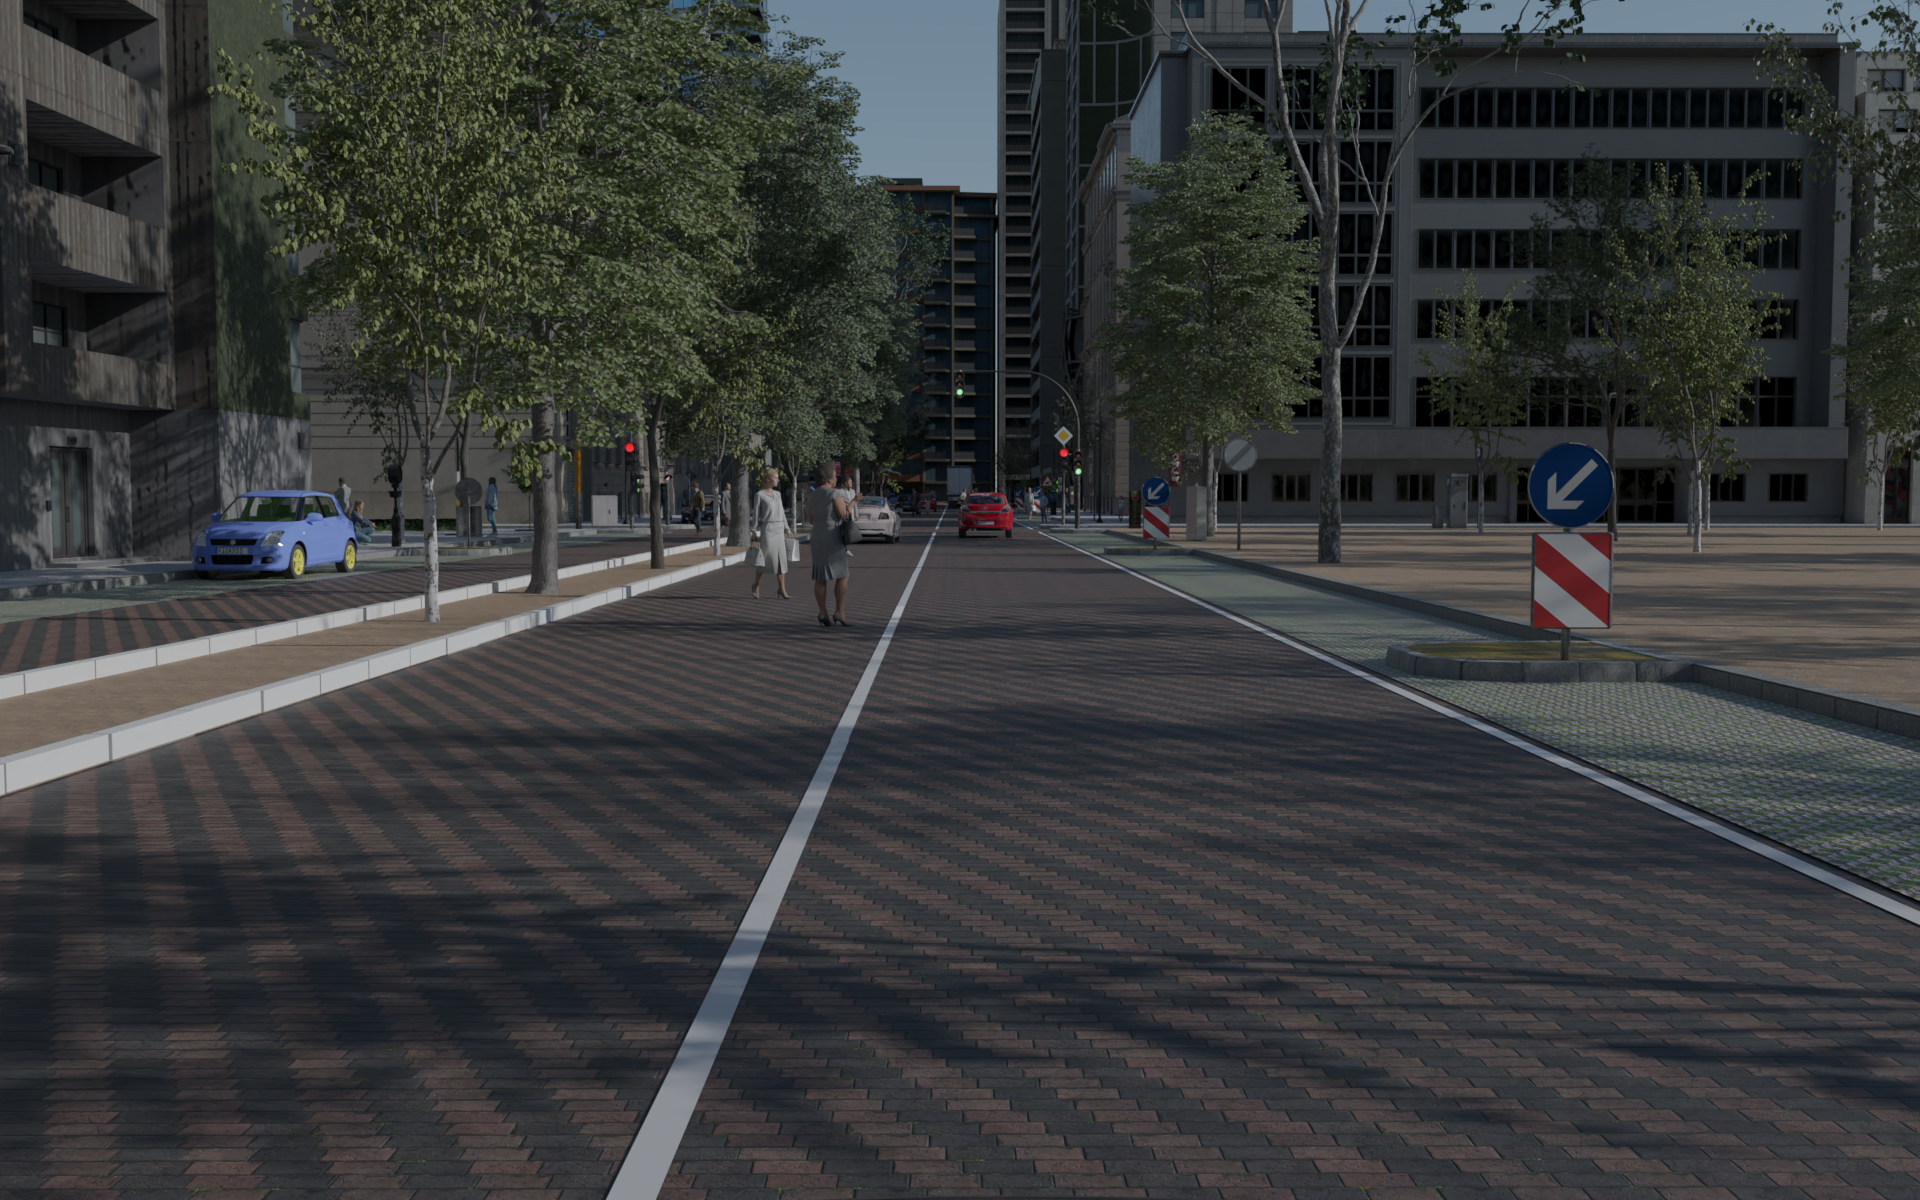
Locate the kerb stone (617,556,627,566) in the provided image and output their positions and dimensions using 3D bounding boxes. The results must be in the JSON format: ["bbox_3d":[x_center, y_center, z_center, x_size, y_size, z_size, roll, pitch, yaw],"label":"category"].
[{"bbox_3d":[-6.813,-0.744,34.352,0.120,0.150,1.000,0,4,0],"label":"kerb stone"}]

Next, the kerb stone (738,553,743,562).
[{"bbox_3d":[-4.729,-0.863,36.427,0.120,0.150,1.000,0,4,0],"label":"kerb stone"}]

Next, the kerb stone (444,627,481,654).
[{"bbox_3d":[-4.625,0.385,15.925,0.120,0.150,1.000,0,4,0],"label":"kerb stone"}]

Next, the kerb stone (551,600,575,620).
[{"bbox_3d":[-4.650,0.133,20.029,0.120,0.150,1.000,0,4,0],"label":"kerb stone"}]

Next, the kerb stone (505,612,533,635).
[{"bbox_3d":[-4.643,0.260,17.983,0.120,0.150,1.000,0,4,0],"label":"kerb stone"}]

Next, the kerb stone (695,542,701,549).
[{"bbox_3d":[-6.859,-1.370,44.603,0.120,0.150,1.000,0,4,0],"label":"kerb stone"}]

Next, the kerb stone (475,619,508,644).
[{"bbox_3d":[-4.640,0.321,16.953,0.120,0.150,1.000,0,4,0],"label":"kerb stone"}]

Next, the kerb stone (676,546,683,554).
[{"bbox_3d":[-6.842,-1.182,41.518,0.120,0.150,1.000,0,4,0],"label":"kerb stone"}]

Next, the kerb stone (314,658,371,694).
[{"bbox_3d":[-4.619,0.575,12.851,0.120,0.150,1.000,0,4,0],"label":"kerb stone"}]

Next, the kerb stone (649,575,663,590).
[{"bbox_3d":[-4.675,-0.243,26.174,0.120,0.150,1.000,0,4,0],"label":"kerb stone"}]

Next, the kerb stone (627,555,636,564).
[{"bbox_3d":[-6.816,-0.802,35.374,0.120,0.150,1.000,0,4,0],"label":"kerb stone"}]

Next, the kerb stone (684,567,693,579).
[{"bbox_3d":[-4.689,-0.431,29.245,0.120,0.150,1.000,0,4,0],"label":"kerb stone"}]

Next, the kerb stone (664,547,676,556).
[{"bbox_3d":[-6.846,-1.119,40.496,0.120,0.150,1.000,0,4,0],"label":"kerb stone"}]

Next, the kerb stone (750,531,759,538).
[{"bbox_3d":[-6.915,-2.187,57.958,0.120,0.150,1.000,0,4,0],"label":"kerb stone"}]

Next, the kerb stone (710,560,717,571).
[{"bbox_3d":[-4.708,-0.619,32.323,0.120,0.150,1.000,0,4,0],"label":"kerb stone"}]

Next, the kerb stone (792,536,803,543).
[{"bbox_3d":[-4.779,-1.745,50.776,0.120,0.150,1.000,0,4,0],"label":"kerb stone"}]

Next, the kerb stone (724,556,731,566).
[{"bbox_3d":[-4.713,-0.744,34.366,0.120,0.150,1.000,0,4,0],"label":"kerb stone"}]

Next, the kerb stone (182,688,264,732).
[{"bbox_3d":[-4.617,0.697,10.794,0.120,0.150,1.000,0,4,0],"label":"kerb stone"}]

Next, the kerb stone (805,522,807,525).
[{"bbox_3d":[-7.000,-3.349,76.947,0.120,0.150,1.000,0,4,0],"label":"kerb stone"}]

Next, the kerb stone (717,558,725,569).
[{"bbox_3d":[-4.708,-0.679,33.345,0.120,0.150,1.000,0,4,0],"label":"kerb stone"}]

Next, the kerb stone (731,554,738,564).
[{"bbox_3d":[-4.713,-0.807,35.393,0.120,0.150,1.000,0,4,0],"label":"kerb stone"}]

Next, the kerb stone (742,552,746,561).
[{"bbox_3d":[-4.722,-0.933,37.448,0.120,0.150,1.000,0,4,0],"label":"kerb stone"}]

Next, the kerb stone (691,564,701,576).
[{"bbox_3d":[-4.697,-0.494,30.269,0.120,0.150,1.000,0,4,0],"label":"kerb stone"}]

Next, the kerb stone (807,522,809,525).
[{"bbox_3d":[-7.009,-3.411,77.969,0.120,0.150,1.000,0,4,0],"label":"kerb stone"}]

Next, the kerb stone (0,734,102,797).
[{"bbox_3d":[-4.605,0.822,8.749,0.120,0.150,1.000,0,4,0],"label":"kerb stone"}]

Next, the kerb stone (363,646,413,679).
[{"bbox_3d":[-4.622,0.509,13.873,0.120,0.150,1.000,0,4,0],"label":"kerb stone"}]

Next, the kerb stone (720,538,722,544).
[{"bbox_3d":[-6.881,-1.622,48.711,0.120,0.150,1.000,0,4,0],"label":"kerb stone"}]

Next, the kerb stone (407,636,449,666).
[{"bbox_3d":[-4.628,0.446,14.896,0.120,0.150,1.000,0,4,0],"label":"kerb stone"}]

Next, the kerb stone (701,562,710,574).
[{"bbox_3d":[-4.695,-0.557,31.300,0.120,0.150,1.000,0,4,0],"label":"kerb stone"}]

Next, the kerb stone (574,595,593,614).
[{"bbox_3d":[-4.652,0.073,21.054,0.120,0.150,1.000,0,4,0],"label":"kerb stone"}]

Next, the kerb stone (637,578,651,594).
[{"bbox_3d":[-4.678,-0.181,25.152,0.120,0.150,1.000,0,4,0],"label":"kerb stone"}]

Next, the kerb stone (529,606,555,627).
[{"bbox_3d":[-4.647,0.196,19.005,0.120,0.150,1.000,0,4,0],"label":"kerb stone"}]

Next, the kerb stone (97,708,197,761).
[{"bbox_3d":[-4.601,0.760,9.773,0.120,0.150,1.000,0,4,0],"label":"kerb stone"}]

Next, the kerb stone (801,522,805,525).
[{"bbox_3d":[-6.994,-3.286,75.925,0.120,0.150,1.000,0,4,0],"label":"kerb stone"}]

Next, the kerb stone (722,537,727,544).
[{"bbox_3d":[-6.889,-1.685,49.743,0.120,0.150,1.000,0,4,0],"label":"kerb stone"}]

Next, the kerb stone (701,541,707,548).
[{"bbox_3d":[-6.864,-1.432,45.625,0.120,0.150,1.000,0,4,0],"label":"kerb stone"}]

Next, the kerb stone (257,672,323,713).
[{"bbox_3d":[-4.611,0.637,11.818,0.120,0.150,1.000,0,4,0],"label":"kerb stone"}]

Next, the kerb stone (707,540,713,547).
[{"bbox_3d":[-6.861,-1.496,46.656,0.120,0.150,1.000,0,4,0],"label":"kerb stone"}]

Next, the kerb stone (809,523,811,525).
[{"bbox_3d":[-7.013,-3.531,80.019,0.120,0.150,1.000,0,4,0],"label":"kerb stone"}]

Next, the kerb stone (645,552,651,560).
[{"bbox_3d":[-6.827,-0.930,37.418,0.120,0.150,1.000,0,4,0],"label":"kerb stone"}]

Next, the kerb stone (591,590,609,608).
[{"bbox_3d":[-4.667,0.010,22.082,0.120,0.150,1.000,0,4,0],"label":"kerb stone"}]

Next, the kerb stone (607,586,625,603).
[{"bbox_3d":[-4.665,-0.056,23.108,0.120,0.150,1.000,0,4,0],"label":"kerb stone"}]

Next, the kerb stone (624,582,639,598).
[{"bbox_3d":[-4.657,-0.118,24.130,0.120,0.150,1.000,0,4,0],"label":"kerb stone"}]

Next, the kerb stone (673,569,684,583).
[{"bbox_3d":[-4.681,-0.369,28.223,0.120,0.150,1.000,0,4,0],"label":"kerb stone"}]

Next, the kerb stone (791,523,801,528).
[{"bbox_3d":[-6.987,-3.161,73.880,0.120,0.150,1.000,0,4,0],"label":"kerb stone"}]

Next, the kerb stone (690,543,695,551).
[{"bbox_3d":[-6.854,-1.307,43.573,0.120,0.150,1.000,0,4,0],"label":"kerb stone"}]

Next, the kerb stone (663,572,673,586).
[{"bbox_3d":[-4.682,-0.302,27.196,0.120,0.150,1.000,0,4,0],"label":"kerb stone"}]

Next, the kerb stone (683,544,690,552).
[{"bbox_3d":[-6.843,-1.245,42.548,0.120,0.150,1.000,0,4,0],"label":"kerb stone"}]

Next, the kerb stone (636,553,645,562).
[{"bbox_3d":[-6.818,-0.868,36.396,0.120,0.150,1.000,0,4,0],"label":"kerb stone"}]

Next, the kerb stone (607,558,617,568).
[{"bbox_3d":[-6.803,-0.681,33.330,0.120,0.150,1.000,0,4,0],"label":"kerb stone"}]
